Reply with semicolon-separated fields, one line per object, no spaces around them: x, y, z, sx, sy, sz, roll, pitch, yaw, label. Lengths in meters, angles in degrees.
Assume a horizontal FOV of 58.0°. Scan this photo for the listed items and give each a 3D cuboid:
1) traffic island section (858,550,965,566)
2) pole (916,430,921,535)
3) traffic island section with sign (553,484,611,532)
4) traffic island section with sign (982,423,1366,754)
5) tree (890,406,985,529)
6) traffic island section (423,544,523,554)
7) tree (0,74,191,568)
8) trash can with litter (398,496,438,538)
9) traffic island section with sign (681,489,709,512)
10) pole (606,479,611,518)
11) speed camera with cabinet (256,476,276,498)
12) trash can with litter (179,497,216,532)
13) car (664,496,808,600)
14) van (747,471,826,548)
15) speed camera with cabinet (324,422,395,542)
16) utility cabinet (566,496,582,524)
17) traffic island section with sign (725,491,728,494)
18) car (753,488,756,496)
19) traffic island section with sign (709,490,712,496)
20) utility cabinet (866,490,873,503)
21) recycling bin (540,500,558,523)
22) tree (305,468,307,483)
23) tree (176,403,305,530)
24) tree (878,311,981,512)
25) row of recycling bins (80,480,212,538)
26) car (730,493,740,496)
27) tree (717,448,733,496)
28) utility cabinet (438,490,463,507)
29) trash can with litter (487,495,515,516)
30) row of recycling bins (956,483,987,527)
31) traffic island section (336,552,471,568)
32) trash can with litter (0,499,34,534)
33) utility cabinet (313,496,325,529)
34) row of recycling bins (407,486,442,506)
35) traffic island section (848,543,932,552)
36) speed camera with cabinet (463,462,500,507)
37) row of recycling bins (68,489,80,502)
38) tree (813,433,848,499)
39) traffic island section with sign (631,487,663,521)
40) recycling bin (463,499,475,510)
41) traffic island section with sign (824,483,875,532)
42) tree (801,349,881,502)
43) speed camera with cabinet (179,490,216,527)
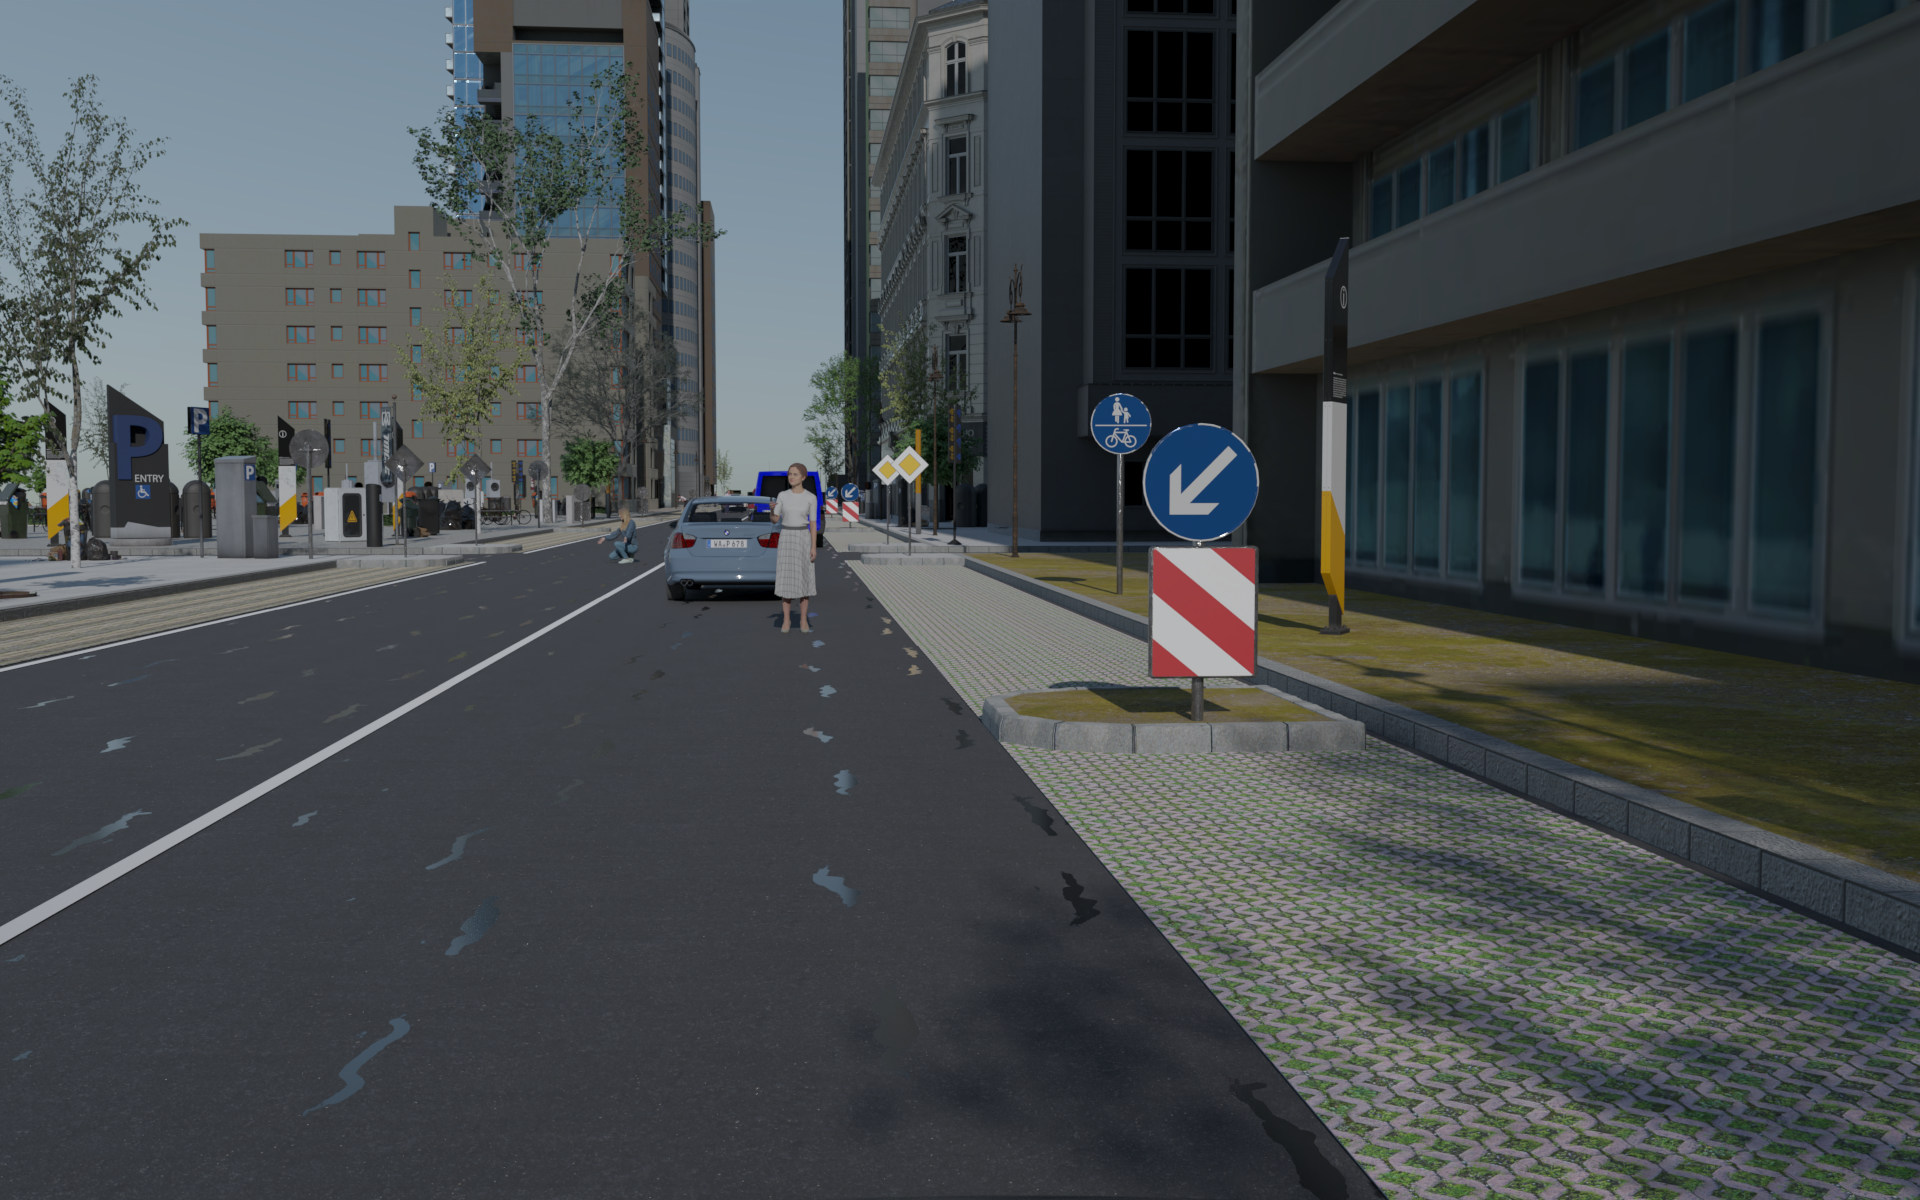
-1.021;-0.837;35.971;2.009;0.180;2.903;0;4;-6;traffic island section
-1.316;-3.735;54.907;0.158;3.312;0.155;0;3;0;pole
-14.248;-3.475;65.450;1.989;1.847;2.006;0;4;-6;traffic island section with sign
1.172;-0.112;10.462;1.989;1.847;2.006;0;4;-6;traffic island section with sign
-0.892;-4.871;63.352;4.285;4.588;4.351;0;3;0;tree
-12.001;-1.262;42.916;2.009;0.180;2.903;0;4;-6;traffic island section
-15.539;-4.850;29.663;4.360;8.622;3.978;0;3;0;tree
-16.185;-2.453;51.488;1.055;1.170;0.624;2;4;29;trash can with litter
-21.849;-8.165;142.120;1.989;1.847;2.006;0;4;-6;traffic island section with sign
-18.741;-6.020;92.278;0.158;3.312;0.155;0;3;0;pole
-32.909;-5.308;81.129;0.660;3.252;2.038;1;4;13;speed camera with cabinet
-26.149;-2.886;58.245;2.233;1.210;1.678;1;4;17;trash can with litter
-3.182;-0.775;24.679;2.014;1.417;4.499;0;4;-4;car
-4.780;-2.667;47.989;2.240;2.365;5.245;0;4;-6;van
-16.193;-3.210;46.821;0.660;3.252;2.038;2;4;30;speed camera with cabinet
-16.879;-3.950;75.743;0.306;1.237;1.020;1;4;11;utility cabinet
-32.687;-14.852;251.459;1.989;1.847;2.006;0;4;-6;traffic island section with sign
-10.501;-5.266;94.766;2.281;1.827;5.304;0;4;-4;car
-24.496;-9.805;168.945;1.989;1.847;2.006;0;4;-6;traffic island section with sign
-4.523;-5.093;91.942;0.318;1.500;1.173;2;4;35;utility cabinet
-18.324;-3.943;77.024;0.722;1.027;0.722;0;4;-3;recycling bin
-39.784;-7.219;101.752;4.285;4.588;4.351;0;3;0;tree
-26.447;-4.809;62.343;4.285;4.588;4.351;0;3;0;tree
-1.524;-7.289;69.531;4.737;8.622;4.395;0;3;0;tree
-23.585;-2.656;50.546;3.534;1.692;1.069;0;4;4;row of recycling bins
-17.726;-7.653;134.904;2.009;1.686;4.222;0;4;-7;car
-37.655;-19.803;274.140;4.737;8.622;4.395;0;3;0;tree
-25.857;-4.851;87.989;1.173;1.500;0.318;-2;4;-32;utility cabinet
-25.360;-5.158;95.390;2.233;1.210;1.678;0;4;-1;trash can with litter
1.228;-3.708;67.734;3.534;1.692;1.069;-3;5;-42;row of recycling bins
-11.213;-0.776;34.970;2.009;0.180;2.903;0;4;-6;traffic island section
-29.891;-2.653;54.766;0.624;1.170;1.055;1;4;12;trash can with litter
-23.342;-3.193;63.372;0.306;1.237;1.020;0;4;-3;utility cabinet
-28.448;-5.212;92.327;1.069;1.692;3.534;0;4;4;row of recycling bins
-1.809;-1.323;43.918;2.009;0.180;2.903;0;4;-6;traffic island section
-29.556;-6.904;107.212;2.038;3.252;0.660;-3;4;-38;speed camera with cabinet
-56.339;-6.469;112.873;3.534;1.692;1.069;-3;5;-42;row of recycling bins
-15.371;-15.511;203.973;4.737;8.622;4.395;0;3;0;tree
-16.932;-5.132;92.533;1.989;1.847;2.006;0;4;-6;traffic island section with sign
-26.256;-4.895;92.580;0.722;1.027;0.722;0;4;3;recycling bin
-4.267;-3.467;65.319;1.989;1.847;2.006;0;4;-6;traffic island section with sign
-7.498;-12.086;123.361;9.928;11.665;9.643;0;3;0;tree
-29.834;-4.533;68.445;2.038;3.252;0.660;-1;4;-22;speed camera with cabinet
